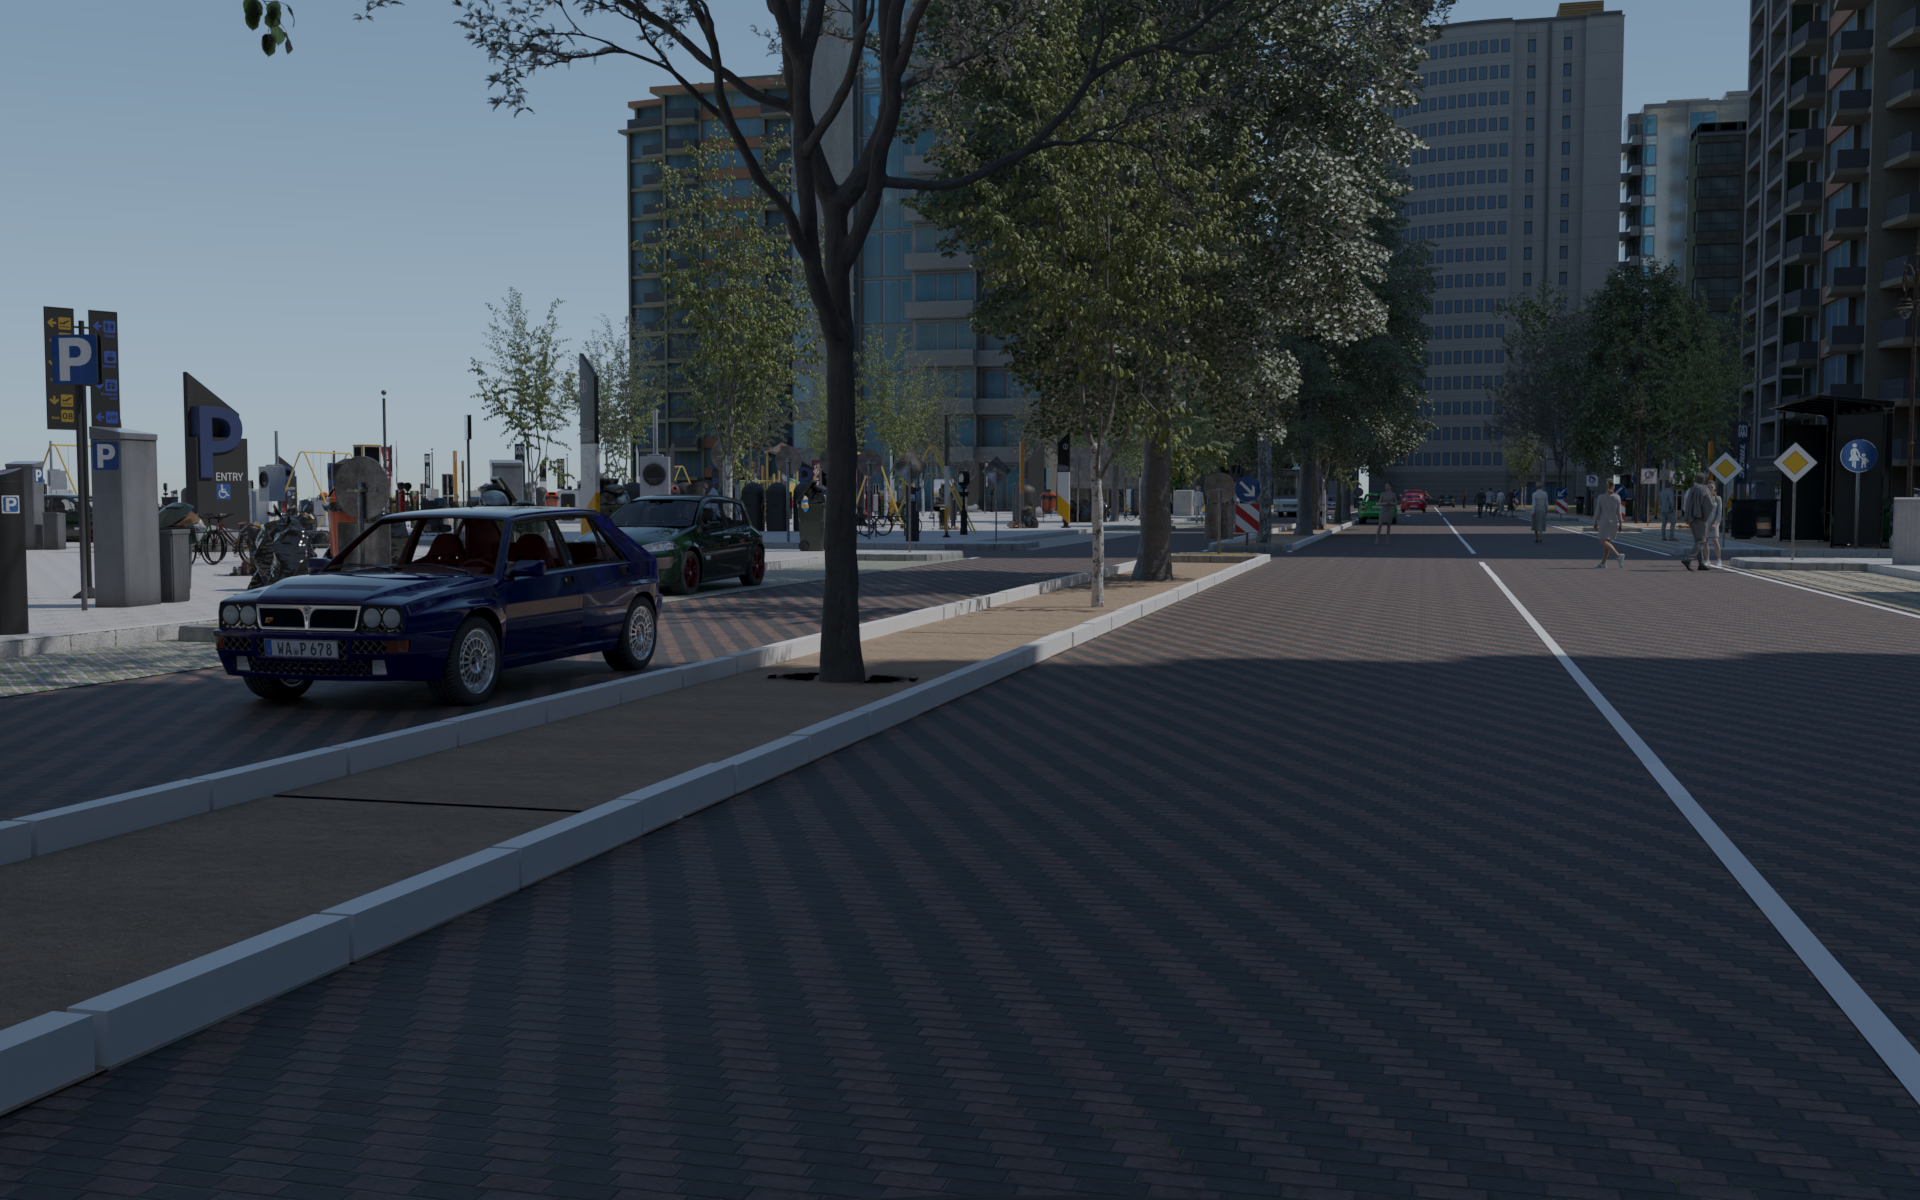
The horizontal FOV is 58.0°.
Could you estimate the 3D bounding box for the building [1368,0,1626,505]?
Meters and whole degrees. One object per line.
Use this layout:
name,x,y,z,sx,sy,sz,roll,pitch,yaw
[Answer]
building,65.307,-41.086,213.757,28.212,58.520,21.231,1,4,15

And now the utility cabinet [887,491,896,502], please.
utility cabinet,-4.759,-6.395,113.236,1.173,1.500,0.318,1,4,9

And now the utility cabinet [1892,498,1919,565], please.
utility cabinet,17.470,-1.235,31.349,1.020,1.237,0.306,2,4,27

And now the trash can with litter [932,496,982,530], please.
trash can with litter,-0.224,-3.157,62.676,1.678,1.210,2.233,-1,4,-13

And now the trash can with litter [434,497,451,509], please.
trash can with litter,-17.388,-2.815,57.418,0.624,1.170,1.055,1,4,9

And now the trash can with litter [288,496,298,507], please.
trash can with litter,-30.356,-4.170,79.239,2.233,1.210,1.678,2,4,31

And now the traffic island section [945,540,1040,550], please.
traffic island section,0.936,-1.445,45.910,2.009,0.180,2.903,1,4,15

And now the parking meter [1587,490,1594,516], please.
parking meter,36.731,-5.659,100.933,0.372,1.533,0.369,0,3,0

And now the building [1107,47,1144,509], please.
building,10.082,-31.176,159.840,14.600,45.320,14.200,1,4,15

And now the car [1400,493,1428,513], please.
car,35.039,-7.624,133.687,2.155,1.783,4.494,1,4,15

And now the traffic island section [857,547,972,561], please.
traffic island section,-1.128,-0.973,38.195,2.009,0.180,2.903,1,4,15

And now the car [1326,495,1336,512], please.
car,29.082,-7.471,134.729,1.945,1.354,3.894,1,4,16

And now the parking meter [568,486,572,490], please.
parking meter,-28.071,-7.280,124.742,0.255,1.863,0.399,0,4,-6

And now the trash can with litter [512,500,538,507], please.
trash can with litter,-7.552,-1.178,30.640,0.624,1.170,1.055,1,4,17

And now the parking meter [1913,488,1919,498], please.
parking meter,39.642,-3.870,71.683,0.372,1.533,0.369,0,3,0

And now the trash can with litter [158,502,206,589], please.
trash can with litter,-10.546,-0.701,22.853,0.624,1.170,1.055,1,4,21

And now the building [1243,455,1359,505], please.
building,43.174,-27.310,218.226,14.107,30.474,14.160,1,4,15

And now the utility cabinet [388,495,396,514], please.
utility cabinet,-36.707,-6.169,112.022,0.306,1.237,1.020,0,4,3

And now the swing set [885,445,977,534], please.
swing set,-0.935,-3.626,56.900,2.862,2.851,3.119,0,4,-2

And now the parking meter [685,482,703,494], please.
parking meter,-5.488,-1.675,35.800,0.372,1.533,0.369,0,3,0

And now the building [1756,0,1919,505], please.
building,57.599,-26.814,93.037,22.147,44.769,28.867,1,4,15

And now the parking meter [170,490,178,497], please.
parking meter,-44.208,-5.445,97.442,0.372,1.533,0.369,0,3,0

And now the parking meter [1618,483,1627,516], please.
parking meter,36.301,-5.459,94.963,0.255,1.863,0.399,-2,4,-32

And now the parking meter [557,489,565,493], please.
parking meter,-20.065,-4.818,87.183,0.372,1.533,0.369,0,3,0

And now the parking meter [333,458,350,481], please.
parking meter,-9.967,-1.372,28.151,0.255,1.863,0.399,1,4,9

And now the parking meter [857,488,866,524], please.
parking meter,-4.136,-3.916,72.433,0.372,1.533,0.369,0,3,0

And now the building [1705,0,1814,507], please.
building,63.853,-41.515,117.023,20.563,71.187,20.611,1,4,15

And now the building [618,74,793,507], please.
building,-19.713,-32.380,184.044,28.867,44.769,22.147,1,4,15

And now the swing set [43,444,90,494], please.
swing set,-27.851,-3.536,55.434,2.862,2.851,3.119,1,4,13

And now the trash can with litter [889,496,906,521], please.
trash can with litter,-3.032,-4.287,81.486,1.055,1.170,0.624,-1,4,-12

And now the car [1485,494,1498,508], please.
car,52.266,-9.757,169.314,2.009,1.686,4.222,1,4,17

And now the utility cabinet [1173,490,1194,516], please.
utility cabinet,12.832,-5.538,99.224,1.173,1.500,0.318,3,5,39

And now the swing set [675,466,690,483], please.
swing set,-16.276,-6.101,97.365,2.862,2.851,3.119,-3,4,-39

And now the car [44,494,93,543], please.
car,-23.936,-2.285,47.147,4.222,1.686,2.009,1,4,15

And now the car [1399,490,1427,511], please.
car,38.716,-8.521,147.991,2.281,1.827,5.304,1,4,13

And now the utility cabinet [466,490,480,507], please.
utility cabinet,-29.666,-5.968,106.255,1.173,1.500,0.318,-2,4,-34

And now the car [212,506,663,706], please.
car,-3.763,-0.032,13.111,1.945,1.354,3.894,1,4,16

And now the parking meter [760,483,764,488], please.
parking meter,-10.446,-5.185,90.490,0.399,1.863,0.255,2,4,25

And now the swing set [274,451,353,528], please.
swing set,-23.564,-4.075,64.250,2.862,2.851,3.119,1,4,15

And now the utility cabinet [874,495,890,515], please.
utility cabinet,-4.810,-5.867,107.081,1.020,1.237,0.306,0,4,5

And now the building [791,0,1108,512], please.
building,0.233,-31.784,139.284,23.786,49.044,30.456,1,4,15

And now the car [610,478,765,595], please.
car,-4.292,-0.977,25.764,2.009,1.686,4.222,1,4,15

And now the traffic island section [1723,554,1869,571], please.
traffic island section,16.156,-0.691,33.582,2.009,0.180,2.903,1,4,15

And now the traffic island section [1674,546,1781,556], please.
traffic island section,18.220,-1.163,41.297,2.009,0.180,2.903,1,4,15

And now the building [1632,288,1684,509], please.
building,77.110,-19.019,155.992,27.650,21.520,28.899,1,4,15

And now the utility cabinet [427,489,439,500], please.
utility cabinet,-21.142,-3.723,69.542,0.318,1.500,1.173,-2,4,-25

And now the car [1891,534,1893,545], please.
car,22.087,-1.672,36.132,4.718,1.807,1.959,1,4,13

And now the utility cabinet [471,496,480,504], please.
utility cabinet,-15.016,-2.670,54.815,1.020,1.237,0.306,-1,4,-19

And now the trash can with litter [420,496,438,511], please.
trash can with litter,-16.615,-2.564,52.984,2.233,1.210,1.678,0,4,-8

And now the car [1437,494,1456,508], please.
car,51.829,-10.683,184.452,2.009,1.686,4.222,1,4,15

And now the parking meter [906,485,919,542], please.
parking meter,-1.287,-2.355,46.909,0.372,1.533,0.369,0,3,0

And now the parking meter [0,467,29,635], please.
parking meter,-8.755,-0.455,15.849,0.372,1.533,0.369,0,3,0

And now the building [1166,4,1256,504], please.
building,26.568,-48.026,223.480,20.611,71.187,20.563,1,4,15

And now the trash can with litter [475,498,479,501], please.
trash can with litter,-14.119,-2.483,51.989,0.624,1.170,1.055,-3,4,-38

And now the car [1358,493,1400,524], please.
car,20.371,-4.618,84.295,1.959,1.807,4.718,1,4,15

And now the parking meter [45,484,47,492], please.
parking meter,-52.253,-5.690,98.747,0.399,1.863,0.255,1,4,22

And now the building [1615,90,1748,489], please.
building,94.069,-35.991,208.064,30.456,49.044,23.786,1,4,15

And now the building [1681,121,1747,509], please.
building,64.164,-22.288,136.117,14.160,30.474,14.107,1,4,15

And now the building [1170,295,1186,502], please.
building,15.987,-24.941,179.485,14.107,30.474,14.160,1,4,15
